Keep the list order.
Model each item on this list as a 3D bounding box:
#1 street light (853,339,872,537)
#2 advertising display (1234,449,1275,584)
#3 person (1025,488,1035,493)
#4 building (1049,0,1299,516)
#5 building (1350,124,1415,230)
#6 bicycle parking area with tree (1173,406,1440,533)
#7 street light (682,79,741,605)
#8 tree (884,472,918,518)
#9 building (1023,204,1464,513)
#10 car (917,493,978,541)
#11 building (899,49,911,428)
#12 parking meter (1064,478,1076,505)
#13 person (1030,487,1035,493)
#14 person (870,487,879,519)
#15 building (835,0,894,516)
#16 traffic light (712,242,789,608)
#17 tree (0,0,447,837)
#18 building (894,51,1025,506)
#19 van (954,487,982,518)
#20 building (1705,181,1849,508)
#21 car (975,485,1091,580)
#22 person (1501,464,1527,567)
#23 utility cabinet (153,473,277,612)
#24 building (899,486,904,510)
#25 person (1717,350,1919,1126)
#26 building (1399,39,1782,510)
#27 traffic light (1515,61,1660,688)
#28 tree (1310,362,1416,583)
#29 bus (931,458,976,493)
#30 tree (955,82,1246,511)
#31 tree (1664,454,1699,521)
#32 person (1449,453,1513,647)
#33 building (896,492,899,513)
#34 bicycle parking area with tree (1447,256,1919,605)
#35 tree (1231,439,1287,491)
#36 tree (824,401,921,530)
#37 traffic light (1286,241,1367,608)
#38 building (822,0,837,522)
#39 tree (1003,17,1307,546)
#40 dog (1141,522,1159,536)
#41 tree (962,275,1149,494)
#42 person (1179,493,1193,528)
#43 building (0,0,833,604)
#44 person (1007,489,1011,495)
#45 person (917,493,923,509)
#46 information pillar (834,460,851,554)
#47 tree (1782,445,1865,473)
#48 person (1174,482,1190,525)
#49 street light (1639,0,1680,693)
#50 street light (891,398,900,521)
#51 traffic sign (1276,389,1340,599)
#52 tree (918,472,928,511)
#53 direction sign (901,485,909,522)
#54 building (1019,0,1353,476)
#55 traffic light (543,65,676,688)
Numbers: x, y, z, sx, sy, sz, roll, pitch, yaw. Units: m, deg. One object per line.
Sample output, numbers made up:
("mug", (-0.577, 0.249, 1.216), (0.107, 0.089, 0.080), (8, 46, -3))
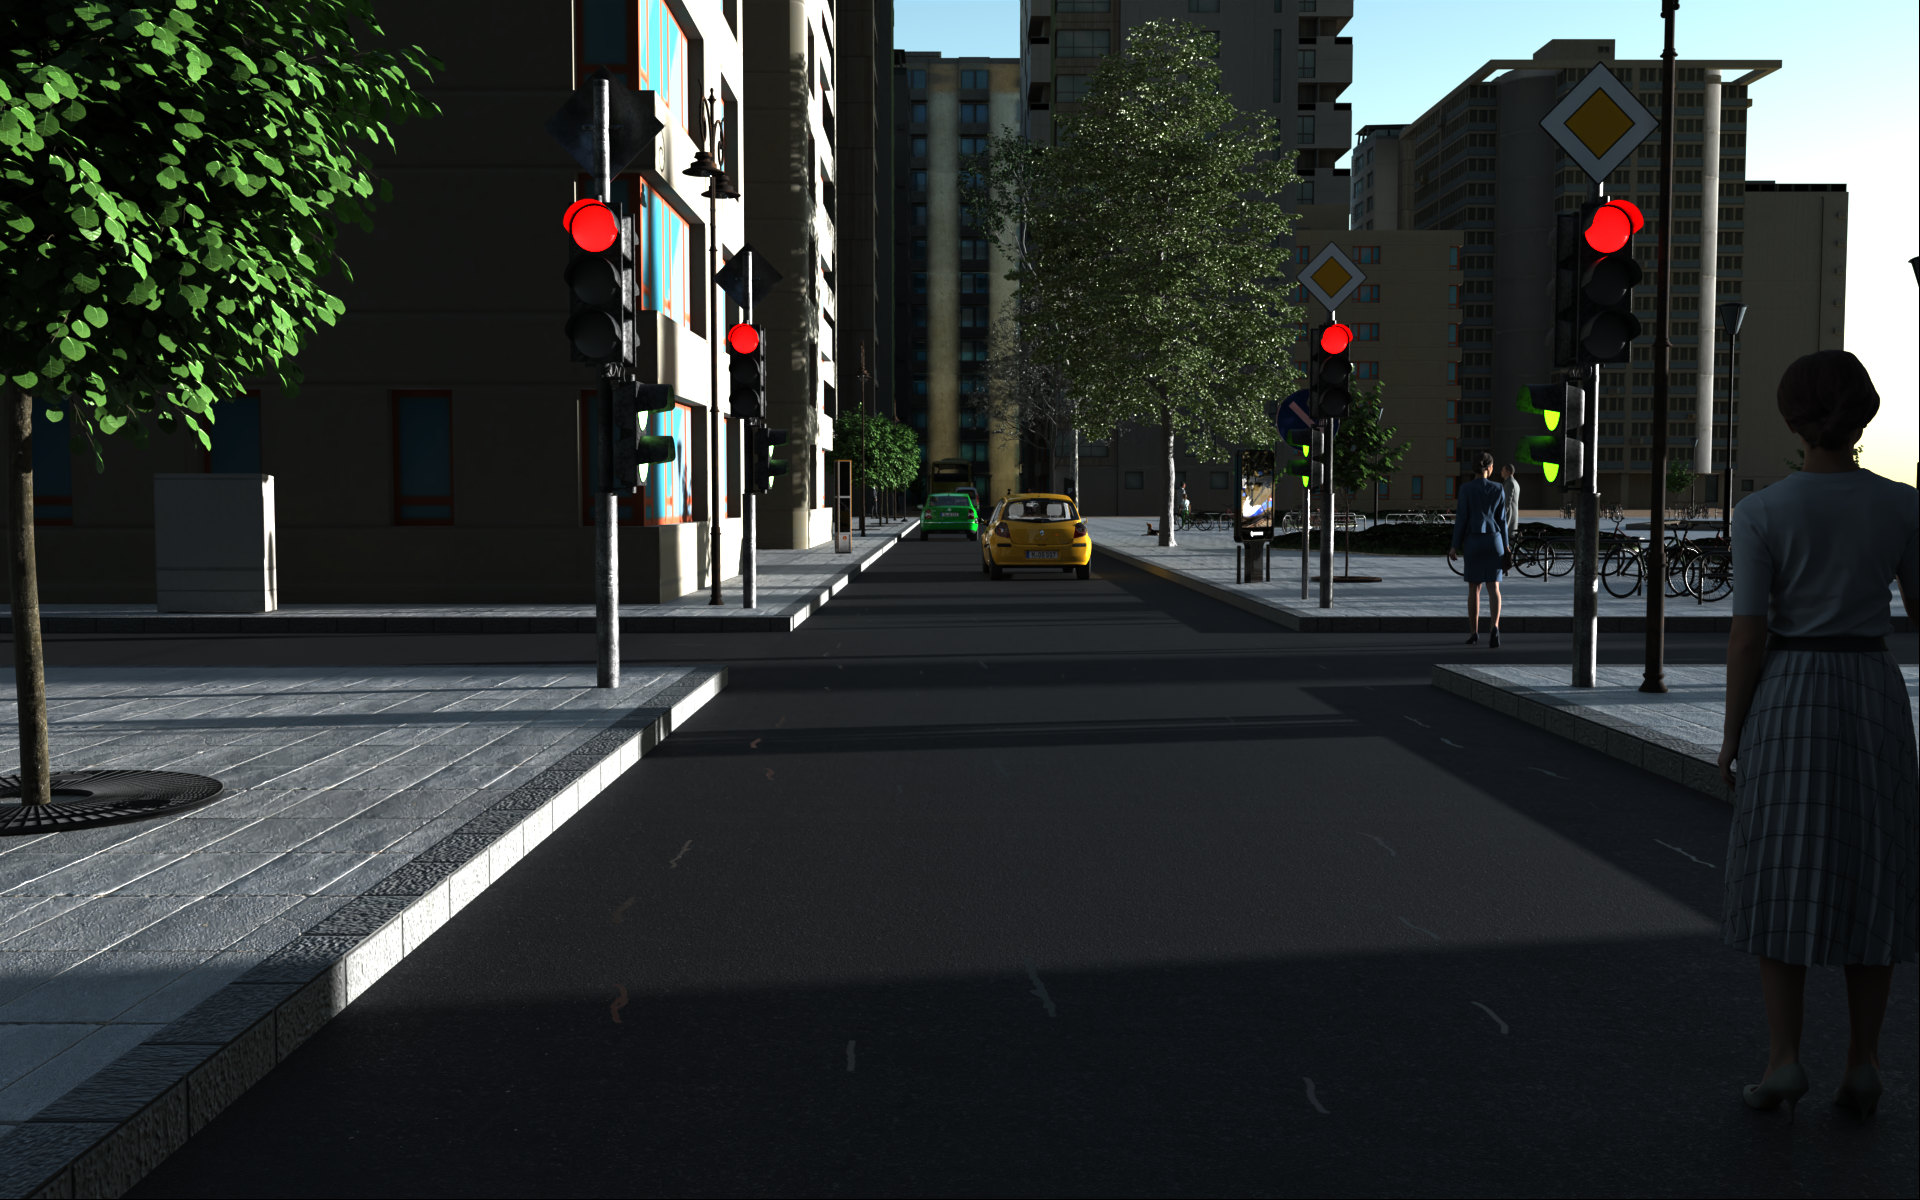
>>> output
("street light", (-2.916, -4.842, 51.954), (0.468, 5.910, 1.993), (0, 4, 0))
("advertising display", (4.251, -1.211, 25.018), (0.123, 1.923, 0.974), (3, 4, 39))
("person", (4.042, -5.680, 100.388), (0.593, 1.643, 0.415), (0, 4, -8))
("building", (12.442, -25.826, 105.849), (14.154, 41.232, 14.086), (0, 4, 0))
("building", (50.165, -30.711, 185.725), (14.086, 41.232, 14.154), (0, 4, 0))
("bicycle parking area with tree", (12.218, -4.403, 58.998), (9.016, 4.147, 8.231), (-1, 4, -16))
("street light", (-2.823, -2.880, 19.881), (0.468, 5.910, 1.993), (0, 4, 0))
("tree", (-3.594, -5.947, 91.827), (1.663, 3.219, 1.824), (0, 3, 0))
("building", (19.084, -17.312, 128.083), (27.650, 21.520, 28.899), (0, 4, 0))
("car", (-0.373, -2.787, 54.360), (1.959, 1.807, 4.718), (0, 4, -2))
("building", (-11.557, -29.273, 162.210), (14.086, 41.232, 14.154), (0, 4, 0))
("parking meter", (3.938, -3.454, 62.190), (0.399, 1.863, 0.255), (-1, 4, -9))
("person", (4.623, -6.404, 111.409), (0.621, 1.740, 0.551), (1, 4, 15))
("person", (-4.423, -5.186, 90.198), (0.474, 1.900, 0.648), (-1, 4, -22))
("building", (-11.076, -25.536, 101.108), (14.154, 41.232, 14.086), (0, 4, 0))
("traffic light", (-2.349, -1.863, 19.381), (0.839, 4.253, 0.868), (0, 4, 0))
("tree", (-3.764, -1.429, 7.081), (4.285, 4.588, 4.351), (0, 3, 0))
("building", (-5.063, -34.910, 190.386), (30.456, 49.044, 23.786), (0, 4, 0))
("van", (0.344, -5.985, 104.863), (2.013, 2.044, 4.112), (0, 3, 0))
("building", (73.094, -23.960, 163.442), (14.107, 30.474, 14.160), (0, 4, 0))
("car", (1.285, -1.232, 30.364), (2.015, 1.641, 3.980), (0, 4, -2))
("person", (9.647, -1.496, 30.600), (0.767, 1.812, 0.694), (2, 4, 27))
("utility cabinet", (-8.029, -0.613, 18.696), (1.173, 1.500, 0.318), (0, 4, 1))
("building", (-20.807, -27.470, 141.013), (32.217, 40.220, 23.993), (0, 4, 0))
("person", (2.006, 0.308, 4.039), (0.480, 1.755, 0.524), (0, 4, 8))
("building", (53.517, -28.262, 153.964), (23.993, 40.220, 32.217), (0, 4, 0))
("traffic light", (4.140, -1.377, 11.435), (0.839, 4.253, 0.868), (0, 4, 0))
("tree", (5.834, -1.886, 25.442), (1.663, 3.219, 1.824), (0, 3, 0))
("bus", (-0.433, -7.688, 117.239), (2.896, 3.916, 12.252), (0, 4, 1))
("tree", (6.506, -13.665, 79.313), (12.611, 20.169, 13.585), (0, 3, 0))
("tree", (34.371, -5.428, 83.346), (1.663, 3.219, 1.824), (0, 3, 0))
("person", (4.905, -0.475, 16.291), (0.581, 1.822, 0.654), (1, 4, 11))
("building", (-14.583, -41.544, 117.497), (20.563, 71.187, 20.611), (0, 4, 0))
("bicycle parking area with tree", (11.456, -2.235, 23.538), (9.016, 4.147, 8.231), (1, 4, 13))
("tree", (8.993, -3.481, 51.510), (1.663, 3.219, 1.824), (0, 3, 0))
("tree", (-3.502, -4.759, 61.519), (4.285, 4.588, 4.351), (0, 3, 0))
("traffic light", (4.112, -1.865, 19.420), (0.839, 4.253, 0.868), (0, 4, 0))
("building", (-16.198, -27.115, 67.040), (21.300, 48.544, 21.600), (0, 4, 0))
("tree", (4.676, -7.596, 42.315), (7.486, 12.596, 7.792), (0, 3, 0))
("dog", (5.982, -2.178, 53.353), (0.550, 0.427, 0.748), (-2, 4, -32))
("tree", (5.071, -11.171, 93.009), (12.009, 13.543, 11.850), (0, 3, 0))
("person", (8.519, -3.358, 65.198), (0.590, 1.304, 0.306), (3, 5, 40))
("building", (-17.375, -11.552, 33.920), (27.650, 21.520, 28.899), (0, 4, 0))
("person", (3.993, -8.412, 144.404), (0.721, 1.723, 1.217), (0, 4, 7))
("person", (-3.516, -9.001, 153.737), (0.721, 1.766, 1.217), (-1, 4, -22))
("information pillar", (-2.530, -2.014, 37.413), (0.304, 2.012, 0.304), (-1, 4, -19))
("tree", (19.476, -2.724, 39.142), (1.663, 3.219, 1.824), (0, 3, 0))
("person", (9.251, -4.048, 72.496), (0.850, 1.792, 0.678), (-2, 4, -25))
("street light", (4.505, -2.342, 11.072), (0.468, 5.910, 1.993), (0, 4, 0))
("street light", (-3.143, -6.780, 83.640), (0.468, 5.910, 1.993), (0, 4, 0))
("traffic sign", (4.213, -1.282, 21.074), (0.768, 2.556, 0.104), (0, 4, 1))
("tree", (-3.385, -8.522, 133.931), (1.663, 3.219, 1.824), (0, 3, 0))
("direction sign", (-2.571, -5.401, 80.306), (0.379, 3.537, 0.876), (0, 4, -3))
("building", (19.231, -34.620, 155.274), (28.713, 52.752, 27.495), (0, 4, 0))
("traffic light", (-2.321, -1.375, 11.396), (0.839, 4.253, 0.868), (0, 4, 0))
